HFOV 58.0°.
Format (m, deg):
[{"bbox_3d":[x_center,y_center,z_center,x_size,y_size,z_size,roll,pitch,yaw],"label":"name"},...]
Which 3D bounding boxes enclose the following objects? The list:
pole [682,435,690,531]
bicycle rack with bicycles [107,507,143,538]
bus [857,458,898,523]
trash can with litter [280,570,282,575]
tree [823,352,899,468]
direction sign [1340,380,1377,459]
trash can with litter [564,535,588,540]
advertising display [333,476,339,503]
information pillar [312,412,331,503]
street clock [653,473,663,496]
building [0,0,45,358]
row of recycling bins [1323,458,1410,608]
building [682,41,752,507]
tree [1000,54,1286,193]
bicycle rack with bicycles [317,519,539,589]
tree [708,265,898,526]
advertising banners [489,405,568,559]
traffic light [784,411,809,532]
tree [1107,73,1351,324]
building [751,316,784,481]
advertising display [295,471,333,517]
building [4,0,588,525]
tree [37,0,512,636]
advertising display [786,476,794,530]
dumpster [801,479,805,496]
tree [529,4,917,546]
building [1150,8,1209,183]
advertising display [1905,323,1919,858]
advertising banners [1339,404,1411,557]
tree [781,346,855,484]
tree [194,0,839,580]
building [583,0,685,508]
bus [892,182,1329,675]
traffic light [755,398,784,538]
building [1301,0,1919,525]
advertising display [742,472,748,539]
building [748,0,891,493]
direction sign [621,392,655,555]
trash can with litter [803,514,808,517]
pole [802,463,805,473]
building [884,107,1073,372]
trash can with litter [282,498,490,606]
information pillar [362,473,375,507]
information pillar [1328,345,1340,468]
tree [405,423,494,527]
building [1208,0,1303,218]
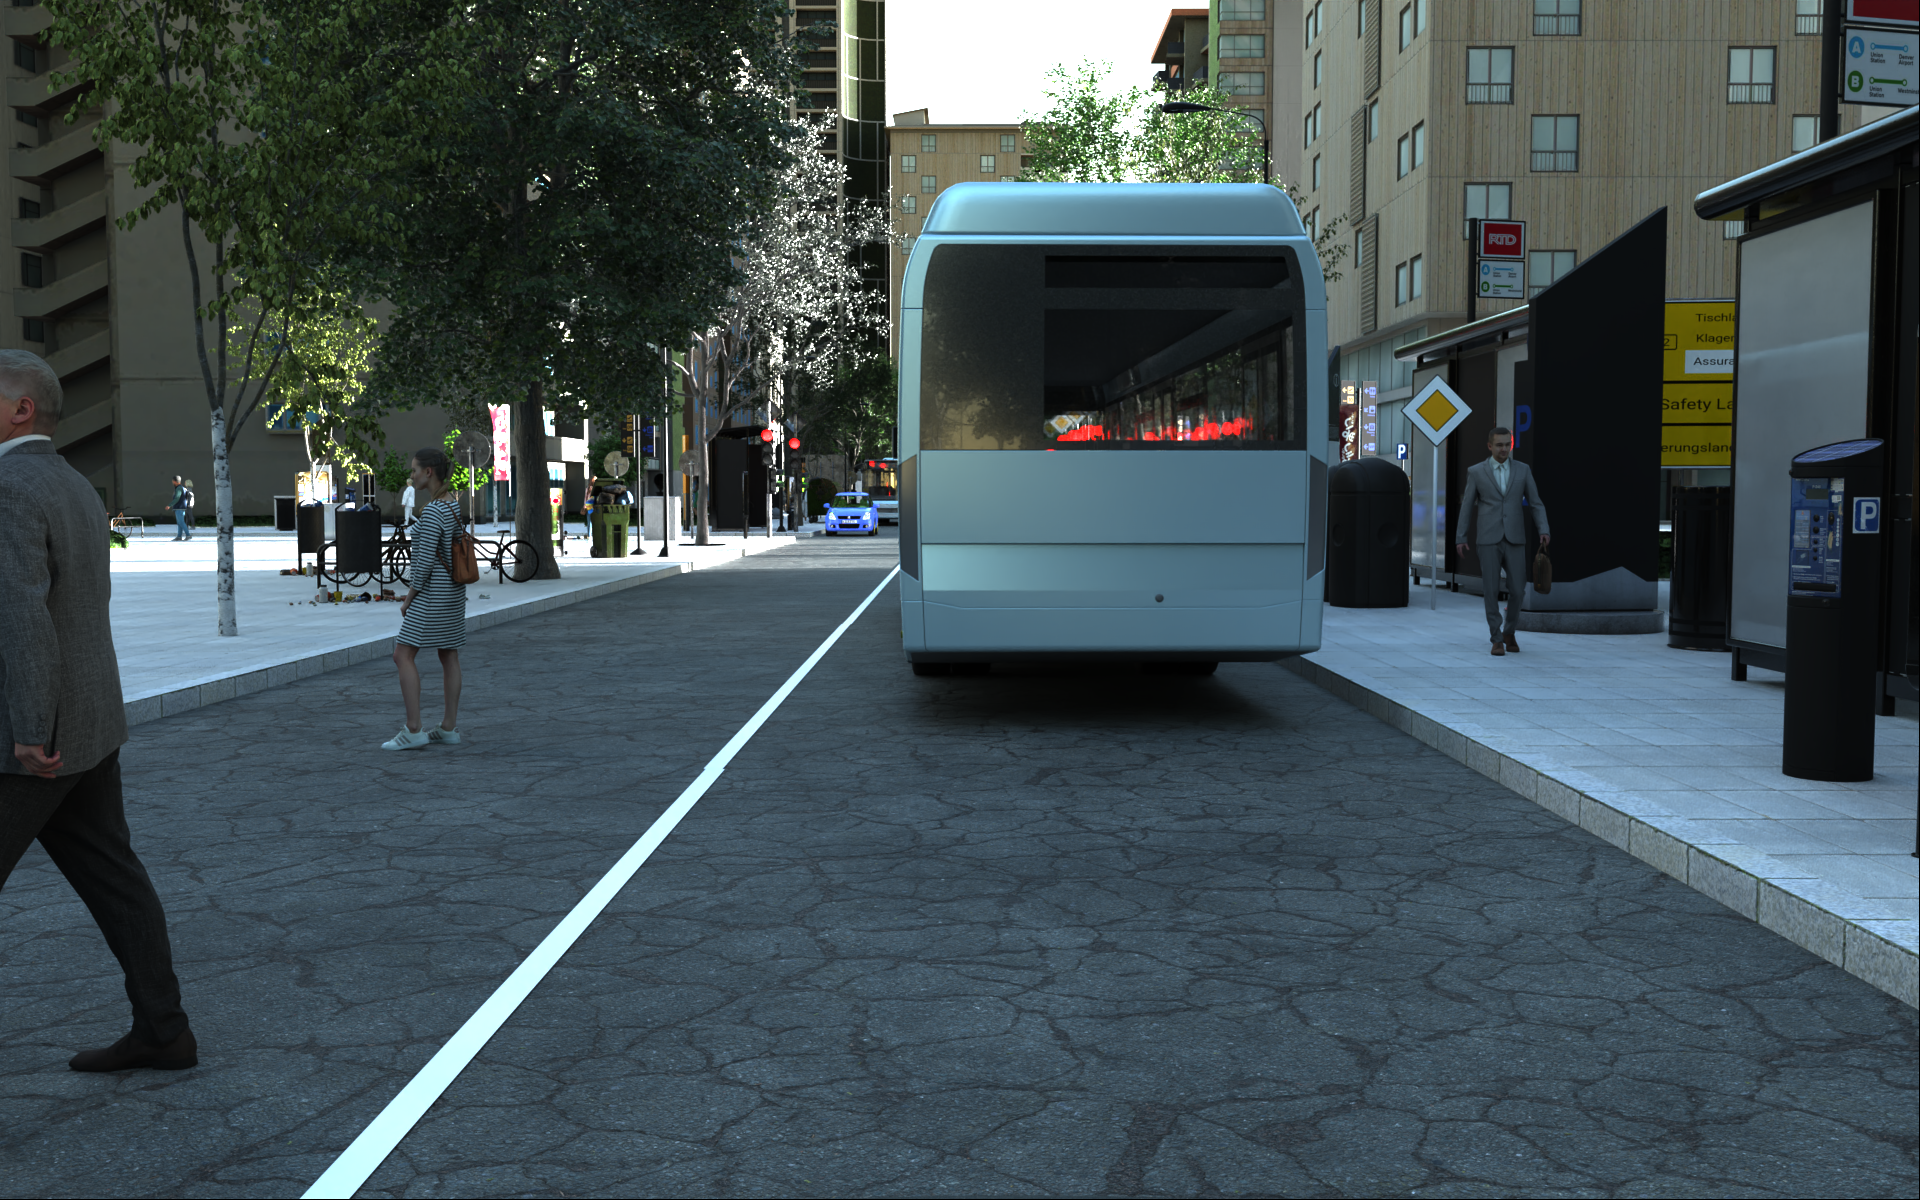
[{"bbox_3d":[-9.481,-4.042,59.923,0.158,3.312,0.155,0,3,0],"label":"pole"},{"bbox_3d":[-24.919,-2.212,49.556,2.852,0.926,2.925,0,4,2],"label":"bicycle rack with bicycles"},{"bbox_3d":[-2.987,-5.379,82.802,2.948,3.499,13.247,0,4,1],"label":"bus"},{"bbox_3d":[-10.086,-1.031,27.915,1.678,1.210,2.233,2,4,24],"label":"trash can with litter"},{"bbox_3d":[-6.834,-12.228,125.690,9.928,11.665,9.643,0,3,0],"label":"tree"},{"bbox_3d":[7.975,-2.614,34.738,0.876,3.537,0.379,-2,4,-25],"label":"direction sign"},{"bbox_3d":[-11.165,-2.296,48.595,2.233,1.210,1.678,0,4,6],"label":"trash can with litter"},{"bbox_3d":[-22.307,-3.400,60.800,0.974,1.923,0.123,0,4,1],"label":"advertising display"},{"bbox_3d":[-18.192,-3.552,49.427,0.504,3.616,0.183,-1,4,-9],"label":"information pillar"},{"bbox_3d":[-10.497,-3.435,60.738,0.471,2.002,0.358,-1,4,-15],"label":"street clock"},{"bbox_3d":[-50.380,-24.215,79.516,14.086,41.232,14.154,0,4,0],"label":"building"},{"bbox_3d":[4.887,-0.855,21.087,1.069,1.692,3.534,1,4,11],"label":"row of recycling bins"},{"bbox_3d":[-26.658,-30.936,155.913,14.600,45.320,14.200,0,4,0],"label":"building"},{"bbox_3d":[4.257,-7.086,41.611,9.928,11.665,9.643,0,3,0],"label":"tree"},{"bbox_3d":[-7.760,-0.668,24.300,2.925,0.926,2.852,1,4,15],"label":"bicycle rack with bicycles"},{"bbox_3d":[-6.360,-8.280,69.789,8.767,10.594,7.601,1,4,10],"label":"tree"},{"bbox_3d":[-8.613,-2.347,34.560,0.090,3.025,2.074,2,4,31],"label":"advertising banners"},{"bbox_3d":[-5.547,-4.264,58.640,0.839,4.253,0.868,0,4,0],"label":"traffic light"},{"bbox_3d":[4.453,-4.916,30.734,4.360,8.622,3.978,0,3,0],"label":"tree"},{"bbox_3d":[-34.490,-20.628,182.301,28.899,21.520,27.650,0,4,0],"label":"building"},{"bbox_3d":[-18.135,-2.650,48.540,0.123,1.923,0.974,3,4,38],"label":"advertising display"},{"bbox_3d":[-30.771,-28.019,81.821,21.300,48.544,21.600,0,4,0],"label":"building"},{"bbox_3d":[-6.412,-3.974,15.336,4.737,8.622,4.395,0,3,0],"label":"tree"},{"bbox_3d":[-5.984,-3.445,61.547,0.123,1.923,0.974,1,4,11],"label":"advertising display"},{"bbox_3d":[-9.561,-6.419,107.442,1.502,2.255,1.985,0,4,0],"label":"dumpster"},{"bbox_3d":[-6.290,-8.101,42.819,12.009,13.543,11.850,0,3,0],"label":"tree"},{"bbox_3d":[28.802,-30.711,156.757,22.147,44.769,28.867,0,4,0],"label":"building"},{"bbox_3d":[3.776,-0.066,6.293,0.974,1.923,0.123,-2,4,-32],"label":"advertising display"},{"bbox_3d":[8.059,-2.266,33.229,0.090,3.025,2.074,-3,5,-40],"label":"advertising banners"},{"bbox_3d":[-7.098,-8.189,84.252,4.360,8.622,3.978,0,3,0],"label":"tree"},{"bbox_3d":[-6.403,-7.281,25.701,9.857,13.997,8.962,0,3,0],"label":"tree"},{"bbox_3d":[-26.345,-26.315,113.838,14.154,41.232,14.086,0,4,0],"label":"building"},{"bbox_3d":[0.739,-1.346,16.873,2.948,3.499,13.247,0,4,-2],"label":"bus"},{"bbox_3d":[-5.573,-3.776,50.655,0.839,4.253,0.868,0,4,0],"label":"traffic light"},{"bbox_3d":[31.860,-30.164,82.415,27.495,52.752,28.713,0,4,0],"label":"building"},{"bbox_3d":[-6.207,-2.742,50.042,0.123,1.923,0.974,-1,4,-9],"label":"advertising display"},{"bbox_3d":[-20.330,-49.047,240.168,20.611,71.187,20.563,0,4,0],"label":"building"},{"bbox_3d":[-6.790,-2.724,36.542,0.876,3.537,0.379,2,4,28],"label":"direction sign"},{"bbox_3d":[-8.753,-5.181,95.760,1.678,1.210,2.233,0,4,-8],"label":"trash can with litter"},{"bbox_3d":[-10.196,-7.286,112.963,0.158,3.312,0.155,0,3,0],"label":"pole"},{"bbox_3d":[3.735,-40.089,244.688,27.495,52.752,28.713,0,4,0],"label":"building"},{"bbox_3d":[-6.803,-0.594,20.766,2.233,1.210,1.678,-1,4,-15],"label":"trash can with litter"},{"bbox_3d":[-21.043,-3.498,61.683,0.304,2.012,0.304,1,4,21],"label":"information pillar"},{"bbox_3d":[5.825,-2.193,27.203,0.183,3.616,0.504,2,4,35],"label":"information pillar"},{"bbox_3d":[-13.731,-3.209,47.073,1.663,3.219,1.824,0,3,0],"label":"tree"},{"bbox_3d":[24.837,-27.073,126.244,14.154,41.232,14.086,0,4,0],"label":"building"}]
